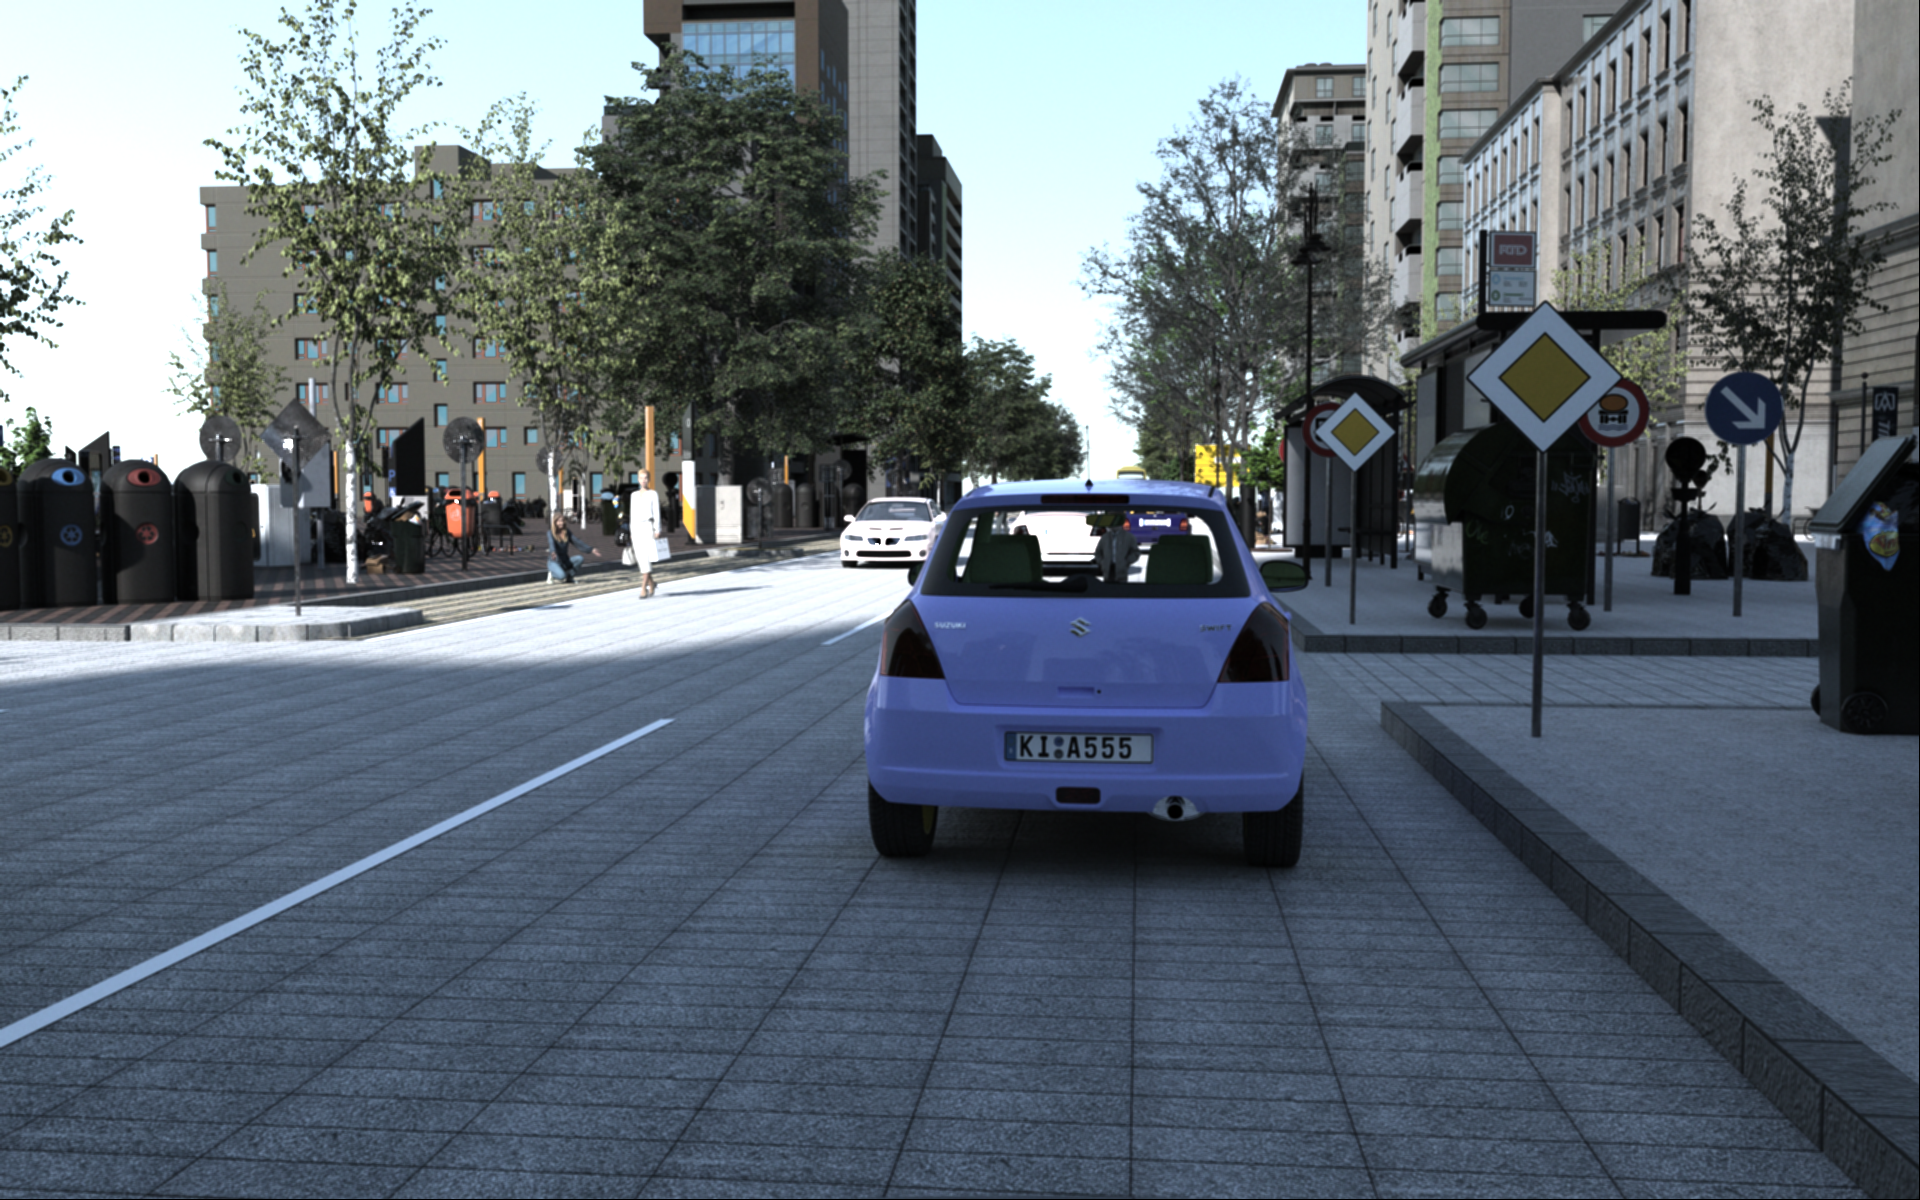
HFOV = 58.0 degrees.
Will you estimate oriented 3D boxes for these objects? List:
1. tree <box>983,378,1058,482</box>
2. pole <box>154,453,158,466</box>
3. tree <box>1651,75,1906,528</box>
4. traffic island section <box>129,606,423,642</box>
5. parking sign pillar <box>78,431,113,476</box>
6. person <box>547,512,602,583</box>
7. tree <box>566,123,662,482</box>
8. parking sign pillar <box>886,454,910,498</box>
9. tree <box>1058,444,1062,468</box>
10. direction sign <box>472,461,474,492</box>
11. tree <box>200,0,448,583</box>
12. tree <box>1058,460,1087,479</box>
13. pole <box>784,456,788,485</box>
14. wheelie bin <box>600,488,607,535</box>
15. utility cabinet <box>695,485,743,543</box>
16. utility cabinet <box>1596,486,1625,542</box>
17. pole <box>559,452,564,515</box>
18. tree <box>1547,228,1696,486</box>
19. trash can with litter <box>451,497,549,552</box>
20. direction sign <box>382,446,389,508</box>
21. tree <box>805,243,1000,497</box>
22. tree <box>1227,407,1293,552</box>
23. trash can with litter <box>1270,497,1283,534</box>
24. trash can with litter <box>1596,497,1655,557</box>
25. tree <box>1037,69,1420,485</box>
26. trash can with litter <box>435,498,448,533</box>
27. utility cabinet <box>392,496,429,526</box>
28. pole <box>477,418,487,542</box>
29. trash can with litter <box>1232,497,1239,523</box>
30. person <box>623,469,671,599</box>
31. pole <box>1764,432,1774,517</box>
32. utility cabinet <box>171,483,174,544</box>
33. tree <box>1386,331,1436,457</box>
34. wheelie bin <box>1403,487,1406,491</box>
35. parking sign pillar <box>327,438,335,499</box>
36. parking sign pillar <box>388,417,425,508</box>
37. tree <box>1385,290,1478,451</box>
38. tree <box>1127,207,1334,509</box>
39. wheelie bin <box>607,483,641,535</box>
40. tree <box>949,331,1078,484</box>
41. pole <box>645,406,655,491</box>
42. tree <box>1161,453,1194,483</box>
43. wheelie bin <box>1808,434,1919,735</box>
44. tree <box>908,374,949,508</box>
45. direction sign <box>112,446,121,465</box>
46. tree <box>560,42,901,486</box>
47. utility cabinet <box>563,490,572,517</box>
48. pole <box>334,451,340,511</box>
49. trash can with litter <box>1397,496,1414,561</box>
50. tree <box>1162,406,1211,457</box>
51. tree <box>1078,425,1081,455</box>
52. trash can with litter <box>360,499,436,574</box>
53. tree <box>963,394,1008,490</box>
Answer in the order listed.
[{"bbox_3d":[5.183,-15.236,167.234,7.486,12.596,7.792,0,3,0],"label":"tree"},{"bbox_3d":[-40.331,-5.695,86.960,0.158,3.312,0.155,0,3,0],"label":"pole"},{"bbox_3d":[14.935,-4.951,31.307,4.360,8.622,3.978,0,3,0],"label":"tree"},{"bbox_3d":[-6.989,0.247,18.239,2.009,0.180,2.903,0,4,6],"label":"traffic island section"},{"bbox_3d":[-36.778,-5.215,73.744,1.447,3.967,1.447,0,4,-2],"label":"parking sign pillar"},{"bbox_3d":[-6.226,-0.835,27.650,1.012,1.151,0.738,-3,5,-41],"label":"person"},{"bbox_3d":[-7.517,-4.989,31.934,4.737,8.622,4.395,0,3,0],"label":"tree"},{"bbox_3d":[-3.279,-6.282,91.188,1.447,3.967,1.447,2,4,35],"label":"parking sign pillar"},{"bbox_3d":[6.869,-16.295,184.548,7.486,12.596,7.792,0,3,0],"label":"tree"},{"bbox_3d":[-23.266,-5.553,82.790,0.379,3.537,0.876,-1,4,-13],"label":"direction sign"},{"bbox_3d":[-8.573,-4.558,24.890,4.737,8.622,4.395,0,3,0],"label":"tree"},{"bbox_3d":[14.712,-19.447,252.366,8.767,10.594,7.601,-2,4,-29],"label":"tree"},{"bbox_3d":[-9.213,-5.998,91.916,0.158,3.312,0.155,0,3,0],"label":"pole"},{"bbox_3d":[-10.826,-2.806,53.779,0.693,1.594,0.980,-1,4,-18],"label":"wheelie bin"},{"bbox_3d":[-6.187,-2.190,44.478,1.173,1.500,0.318,0,4,1],"label":"utility cabinet"},{"bbox_3d":[16.856,-2.255,45.549,1.173,1.500,0.318,0,4,-4],"label":"utility cabinet"},{"bbox_3d":[-19.136,-5.458,83.086,0.158,3.312,0.155,0,3,0],"label":"pole"},{"bbox_3d":[18.278,-6.025,48.874,4.737,8.622,4.395,0,3,0],"label":"tree"},{"bbox_3d":[-10.240,-1.701,38.865,2.233,1.210,1.678,1,4,19],"label":"trash can with litter"},{"bbox_3d":[-27.299,-5.528,82.388,0.379,3.537,0.876,0,4,0],"label":"direction sign"},{"bbox_3d":[-2.702,-9.917,79.155,9.611,12.733,9.660,0,3,0],"label":"tree"},{"bbox_3d":[6.930,-2.703,38.795,1.663,3.219,1.824,0,3,0],"label":"tree"},{"bbox_3d":[10.266,-2.773,56.390,1.678,1.210,2.233,2,4,27],"label":"trash can with litter"},{"bbox_3d":[13.684,-1.527,36.022,1.678,1.210,2.233,-2,4,-26],"label":"trash can with litter"},{"bbox_3d":[8.340,-8.616,51.239,12.009,13.543,11.850,0,3,0],"label":"tree"},{"bbox_3d":[-16.455,-2.722,55.884,1.055,1.170,0.624,1,4,18],"label":"trash can with litter"},{"bbox_3d":[-17.707,-2.739,55.949,1.020,1.237,0.306,-1,4,-18],"label":"utility cabinet"},{"bbox_3d":[-12.798,-3.214,46.392,0.158,3.312,0.155,0,3,0],"label":"pole"},{"bbox_3d":[11.897,-3.950,75.964,1.055,1.170,0.624,-2,4,-32],"label":"trash can with litter"},{"bbox_3d":[-4.311,-0.923,23.937,0.694,1.780,0.624,3,4,36],"label":"person"},{"bbox_3d":[18.710,-2.826,40.054,0.158,3.312,0.155,0,3,0],"label":"pole"},{"bbox_3d":[-15.641,-1.611,35.023,0.318,1.500,1.173,1,4,16],"label":"utility cabinet"},{"bbox_3d":[21.078,-7.753,77.126,4.360,8.622,3.978,0,3,0],"label":"tree"},{"bbox_3d":[20.843,-4.478,81.127,0.693,1.594,0.980,1,4,15],"label":"wheelie bin"},{"bbox_3d":[-28.528,-5.419,77.080,1.447,3.967,1.447,1,4,11],"label":"parking sign pillar"},{"bbox_3d":[-19.319,-4.403,60.460,1.447,3.967,1.447,2,4,31],"label":"parking sign pillar"},{"bbox_3d":[17.261,-6.811,61.721,4.737,8.622,4.395,0,3,0],"label":"tree"},{"bbox_3d":[9.916,-8.466,64.167,9.928,11.665,9.643,0,3,0],"label":"tree"},{"bbox_3d":[-9.675,-2.627,50.862,0.980,1.594,0.693,-3,4,-36],"label":"wheelie bin"},{"bbox_3d":[2.810,-14.028,136.017,9.857,13.997,8.962,0,3,0],"label":"tree"},{"bbox_3d":[-7.204,-2.840,40.284,0.158,3.312,0.155,0,3,0],"label":"pole"},{"bbox_3d":[15.887,-8.441,121.719,4.285,4.588,4.351,0,3,0],"label":"tree"},{"bbox_3d":[5.063,-0.095,9.458,0.693,1.594,0.980,1,4,12],"label":"wheelie bin"},{"bbox_3d":[-1.479,-9.265,101.839,4.737,8.622,4.395,0,3,0],"label":"tree"},{"bbox_3d":[-39.586,-5.430,80.773,0.876,3.537,0.379,-1,4,-13],"label":"direction sign"},{"bbox_3d":[-6.703,-8.775,50.120,9.857,13.997,8.962,0,3,0],"label":"tree"},{"bbox_3d":[-21.503,-5.303,95.389,1.173,1.500,0.318,3,5,41],"label":"utility cabinet"},{"bbox_3d":[-29.721,-5.429,82.609,0.158,3.312,0.155,0,3,0],"label":"pole"},{"bbox_3d":[9.680,-1.400,33.944,2.233,1.210,1.678,1,4,13],"label":"trash can with litter"},{"bbox_3d":[18.809,-11.862,144.313,4.737,8.622,4.395,0,3,0],"label":"tree"},{"bbox_3d":[12.138,-19.952,232.876,9.857,13.997,8.962,0,3,0],"label":"tree"},{"bbox_3d":[-9.113,-1.008,27.875,1.055,1.170,0.624,0,4,-1],"label":"trash can with litter"},{"bbox_3d":[1.151,-10.479,121.701,4.360,8.622,3.978,0,3,0],"label":"tree"}]
